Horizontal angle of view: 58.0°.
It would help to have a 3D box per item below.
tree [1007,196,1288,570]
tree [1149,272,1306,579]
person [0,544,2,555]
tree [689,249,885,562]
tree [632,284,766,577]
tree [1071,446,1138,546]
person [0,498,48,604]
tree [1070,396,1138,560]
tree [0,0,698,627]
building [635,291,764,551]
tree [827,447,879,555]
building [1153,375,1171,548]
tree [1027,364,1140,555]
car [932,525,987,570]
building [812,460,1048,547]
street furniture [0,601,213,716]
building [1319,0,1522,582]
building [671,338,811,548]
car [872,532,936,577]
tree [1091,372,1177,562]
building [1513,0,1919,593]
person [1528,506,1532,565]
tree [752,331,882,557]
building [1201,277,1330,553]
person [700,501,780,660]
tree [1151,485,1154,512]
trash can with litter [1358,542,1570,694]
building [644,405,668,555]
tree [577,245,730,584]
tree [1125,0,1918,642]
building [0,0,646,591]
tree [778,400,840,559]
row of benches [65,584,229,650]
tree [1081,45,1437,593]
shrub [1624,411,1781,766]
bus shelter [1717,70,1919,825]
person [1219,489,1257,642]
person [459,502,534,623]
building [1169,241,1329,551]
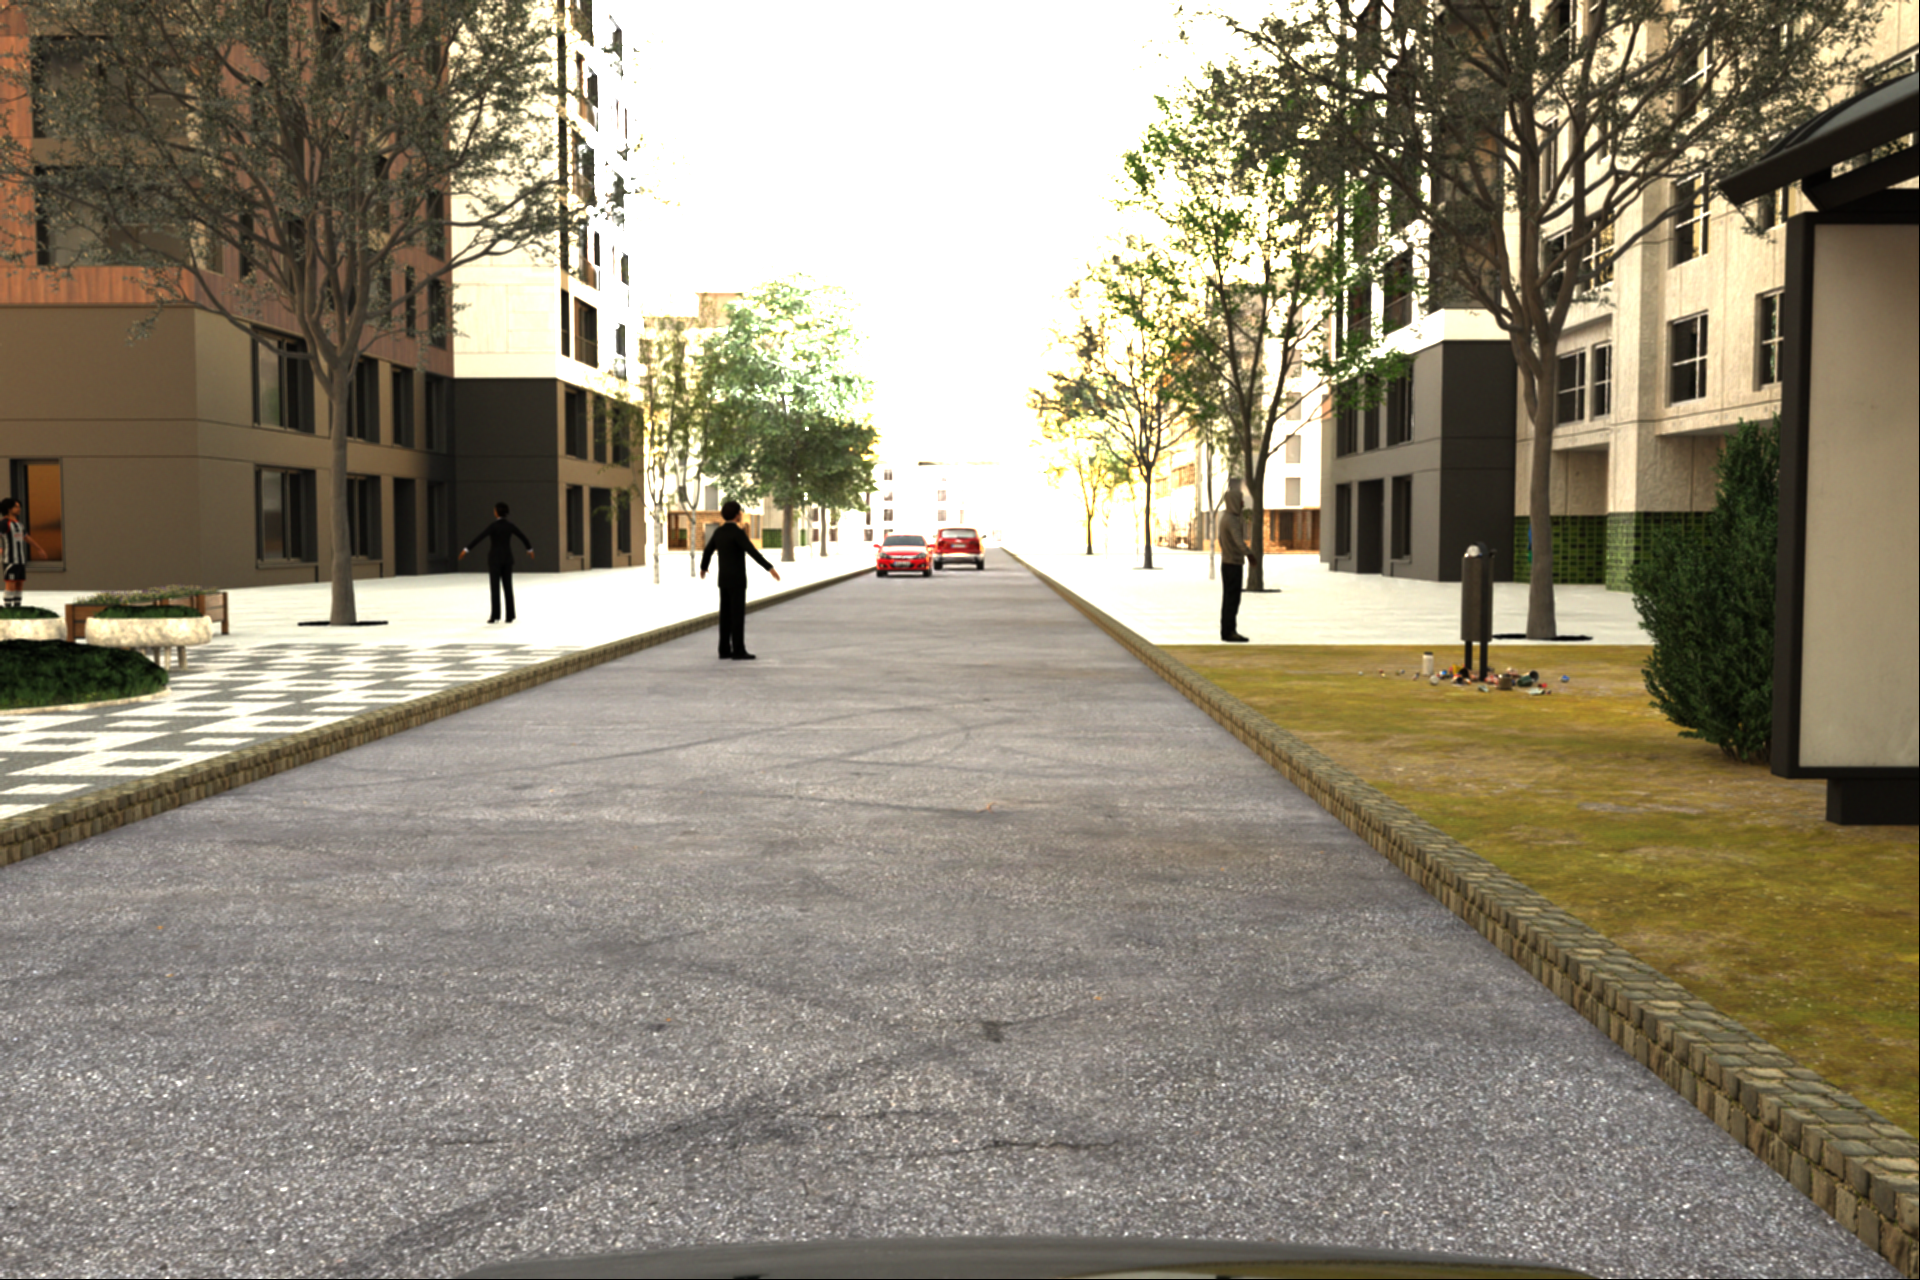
[{"bbox_3d":[6.831,-9.337,63.024,12.009,13.543,11.850,0,3,0],"label":"tree"},{"bbox_3d":[6.961,-6.032,48.979,4.360,8.622,3.978,0,3,0],"label":"tree"},{"bbox_3d":[-16.704,-1.439,29.797,0.705,1.796,1.348,-3,5,-43],"label":"person"},{"bbox_3d":[-7.847,-10.561,79.324,9.857,13.997,8.962,0,3,0],"label":"tree"},{"bbox_3d":[-8.048,-6.177,51.359,4.360,8.622,3.978,0,3,0],"label":"tree"},{"bbox_3d":[15.965,-16.173,190.178,9.928,11.665,9.643,0,3,0],"label":"tree"},{"bbox_3d":[-14.232,-1.220,26.091,0.704,1.843,1.345,0,4,3],"label":"person"},{"bbox_3d":[7.233,-8.279,85.717,4.360,8.622,3.978,0,3,0],"label":"tree"},{"bbox_3d":[-8.774,-6.958,24.136,12.009,13.543,11.850,0,3,0],"label":"tree"},{"bbox_3d":[-22.104,-17.122,136.371,16.016,20.090,11.380,0,4,1],"label":"building"},{"bbox_3d":[-7.627,-9.442,104.732,4.360,8.622,3.978,0,3,0],"label":"tree"},{"bbox_3d":[29.070,-20.646,168.483,19.493,23.208,18.063,0,4,1],"label":"building"},{"bbox_3d":[7.933,-10.987,105.399,9.928,11.665,9.643,0,3,0],"label":"tree"},{"bbox_3d":[-0.028,-3.778,70.451,2.281,1.827,5.304,0,4,1],"label":"car"},{"bbox_3d":[-4.566,-15.381,196.083,28.070,9.664,9.099,1,4,9],"label":"building"},{"bbox_3d":[-11.306,0.102,13.966,10.072,0.657,5.734,0,4,-3],"label":"street furniture"},{"bbox_3d":[26.757,-13.318,61.722,27.936,21.610,32.646,0,4,0],"label":"building"},{"bbox_3d":[-24.376,-18.678,171.840,16.747,18.905,31.486,0,3,0],"label":"building"},{"bbox_3d":[-1.877,-3.056,58.999,2.155,1.783,4.494,0,4,1],"label":"car"},{"bbox_3d":[8.105,-7.820,78.227,4.360,8.622,3.978,0,3,0],"label":"tree"},{"bbox_3d":[22.903,-9.978,29.598,16.747,18.905,31.486,0,4,1],"label":"building"},{"bbox_3d":[9.106,-1.287,27.176,0.704,1.817,1.347,1,4,20],"label":"person"},{"bbox_3d":[-8.103,-10.960,97.321,7.486,12.596,7.792,0,3,0],"label":"tree"},{"bbox_3d":[23.073,-16.596,127.764,16.016,20.090,11.380,0,4,0],"label":"building"},{"bbox_3d":[-2.586,-0.686,19.857,1.347,1.806,0.705,3,5,42],"label":"person"},{"bbox_3d":[24.158,-15.044,196.331,4.360,8.622,3.978,0,3,0],"label":"tree"},{"bbox_3d":[4.434,-0.233,14.868,1.678,1.210,2.233,0,4,2],"label":"trash can with litter"},{"bbox_3d":[-24.685,-10.865,119.794,9.099,9.664,28.070,0,3,0],"label":"building"},{"bbox_3d":[-7.795,-5.739,44.190,4.360,8.622,3.978,0,3,0],"label":"tree"},{"bbox_3d":[7.030,-6.757,20.855,12.009,13.543,11.850,0,3,0],"label":"tree"},{"bbox_3d":[-27.196,-12.890,54.720,27.936,21.610,32.646,0,4,1],"label":"building"},{"bbox_3d":[-7.646,-8.490,89.172,4.737,8.622,4.395,0,3,0],"label":"tree"},{"bbox_3d":[-9.357,-0.281,20.064,1.422,0.672,4.104,-1,4,-8],"label":"row of benches"},{"bbox_3d":[6.529,-6.866,38.010,9.928,11.665,9.643,0,3,0],"label":"tree"},{"bbox_3d":[4.626,-0.328,9.790,1.690,2.028,1.600,0,3,0],"label":"shrub"},{"bbox_3d":[4.419,-0.683,5.092,2.014,3.302,5.546,0,4,0],"label":"bus shelter"},{"bbox_3d":[3.286,-0.892,20.717,0.705,1.813,1.348,0,4,-4],"label":"person"},{"bbox_3d":[-6.680,-1.121,25.054,0.721,1.740,1.216,3,5,44],"label":"person"},{"bbox_3d":[27.190,-18.865,139.368,19.493,23.208,18.063,0,4,1],"label":"building"}]
